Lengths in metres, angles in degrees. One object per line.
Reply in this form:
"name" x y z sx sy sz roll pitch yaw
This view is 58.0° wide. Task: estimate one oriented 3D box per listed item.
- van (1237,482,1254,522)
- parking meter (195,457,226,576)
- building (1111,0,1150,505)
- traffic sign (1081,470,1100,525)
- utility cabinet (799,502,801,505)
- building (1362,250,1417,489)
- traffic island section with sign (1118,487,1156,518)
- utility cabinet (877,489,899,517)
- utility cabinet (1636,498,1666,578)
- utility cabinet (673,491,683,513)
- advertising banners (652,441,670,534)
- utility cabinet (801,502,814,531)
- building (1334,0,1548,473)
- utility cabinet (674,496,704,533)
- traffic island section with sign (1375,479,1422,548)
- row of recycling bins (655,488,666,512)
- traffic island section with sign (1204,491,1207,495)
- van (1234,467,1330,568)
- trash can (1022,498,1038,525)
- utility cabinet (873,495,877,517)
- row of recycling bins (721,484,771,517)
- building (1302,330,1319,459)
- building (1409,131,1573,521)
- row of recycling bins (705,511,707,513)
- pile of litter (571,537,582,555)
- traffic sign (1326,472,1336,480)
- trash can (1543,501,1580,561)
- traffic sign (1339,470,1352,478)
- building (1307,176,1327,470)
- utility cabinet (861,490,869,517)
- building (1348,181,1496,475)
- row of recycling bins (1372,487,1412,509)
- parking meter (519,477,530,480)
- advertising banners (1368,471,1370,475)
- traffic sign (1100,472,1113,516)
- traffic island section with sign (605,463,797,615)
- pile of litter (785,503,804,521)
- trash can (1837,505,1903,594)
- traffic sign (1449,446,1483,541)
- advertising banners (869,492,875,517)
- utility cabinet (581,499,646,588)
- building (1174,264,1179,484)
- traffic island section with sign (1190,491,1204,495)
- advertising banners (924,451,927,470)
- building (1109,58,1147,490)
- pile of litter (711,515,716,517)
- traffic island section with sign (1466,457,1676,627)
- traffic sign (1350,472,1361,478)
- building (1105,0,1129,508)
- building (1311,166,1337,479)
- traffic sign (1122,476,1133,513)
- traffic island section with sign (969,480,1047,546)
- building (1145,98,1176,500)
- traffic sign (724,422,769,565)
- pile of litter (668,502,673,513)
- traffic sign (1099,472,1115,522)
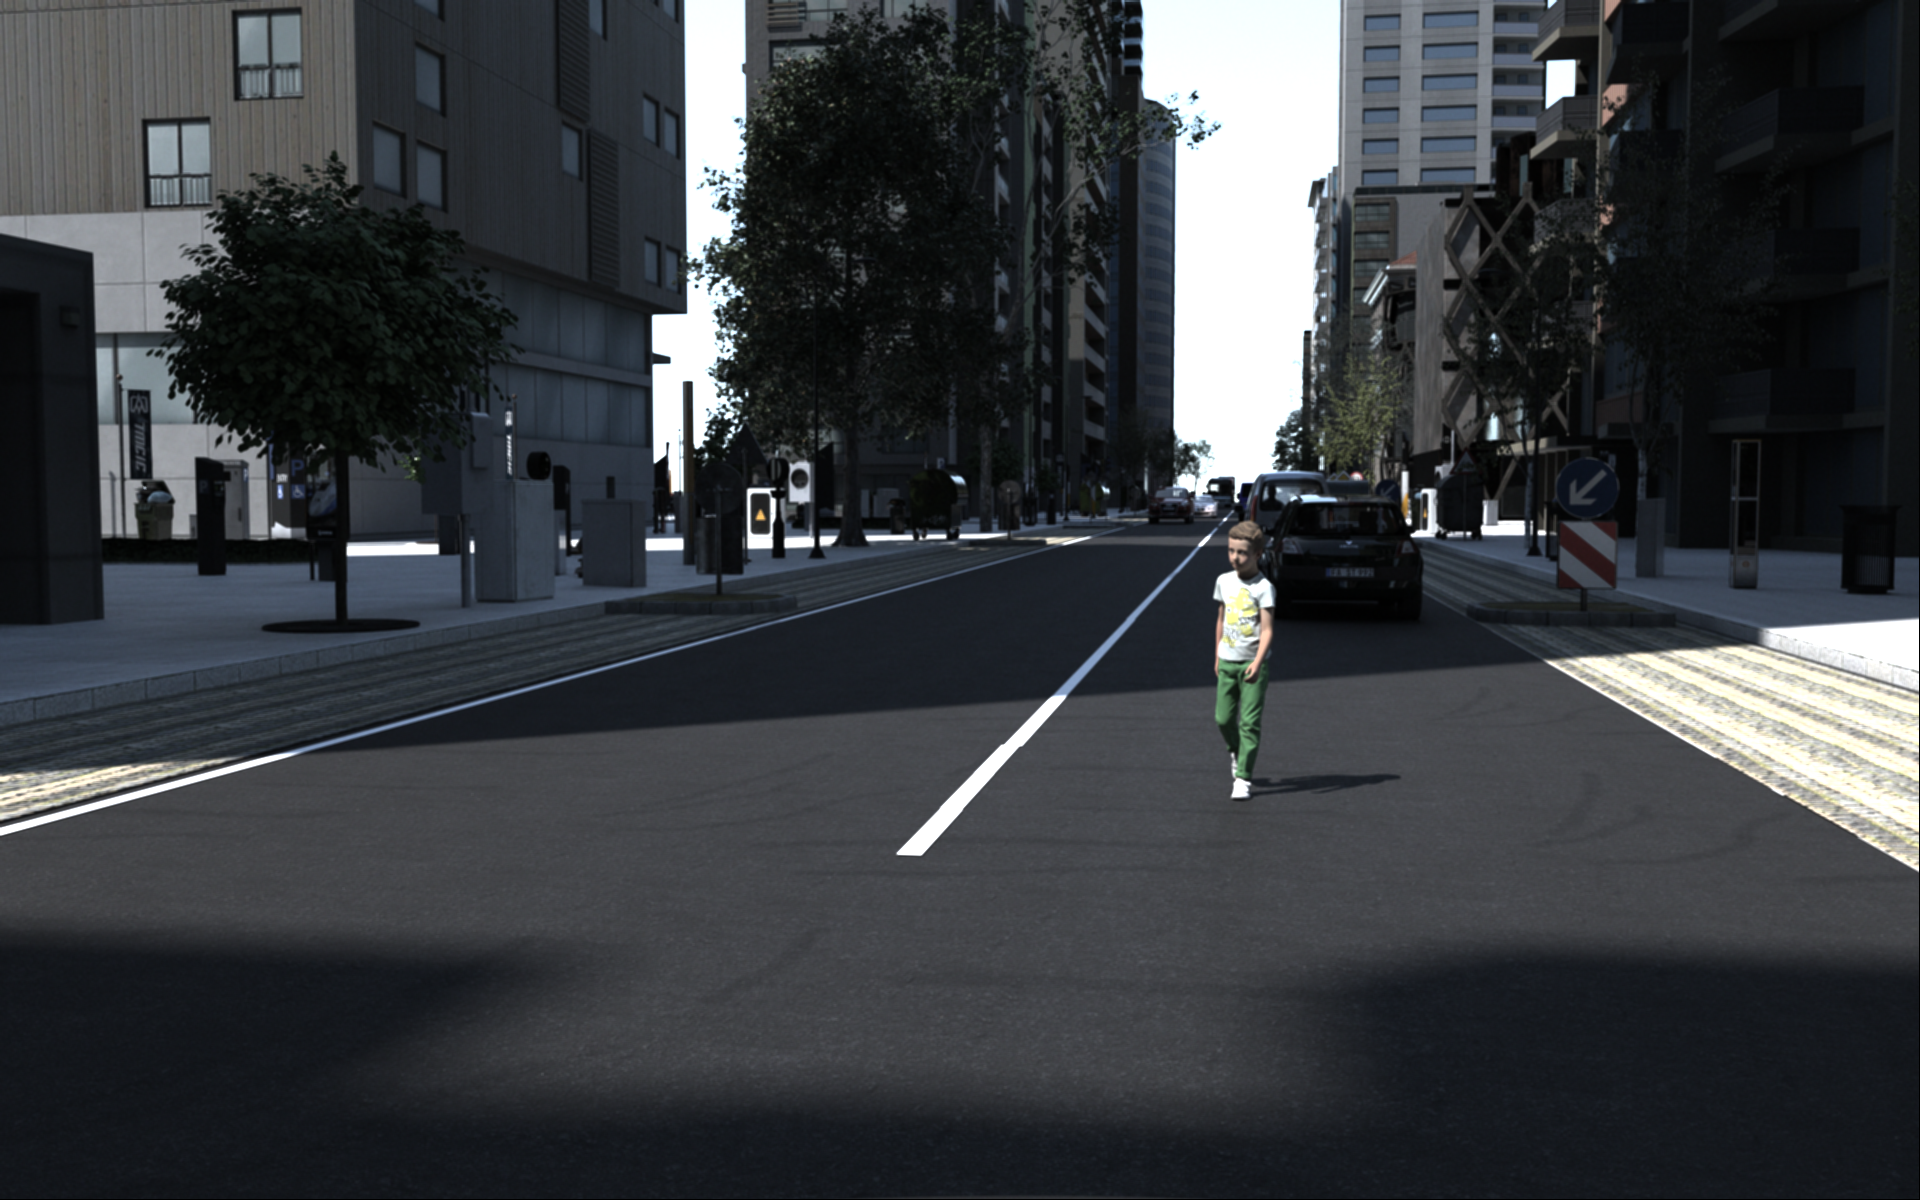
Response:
"van" 15.674 -5.316 91.298 2.240 2.365 5.245 1 4 10
"parking meter" -11.836 -1.325 27.375 0.399 1.863 0.255 1 4 22
"building" 11.783 -54.566 204.821 22.319 86.520 31.000 1 4 9
"traffic sign" 5.479 -4.214 72.548 0.795 2.450 0.064 1 4 9
"utility cabinet" -8.046 -4.927 91.714 1.020 1.237 0.306 2 4 30
"building" 38.912 -18.552 139.475 11.583 22.565 21.152 1 4 9
"traffic island section with sign" 10.370 -5.712 102.025 1.989 1.847 2.006 1 4 9
"utility cabinet" -2.955 -3.838 71.432 0.318 1.500 1.173 2 4 32
"utility cabinet" 10.765 -0.969 27.009 0.306 1.237 1.020 2 4 29
"utility cabinet" -18.007 -6.238 110.674 0.318 1.500 1.173 0 4 6
"advertising banners" -9.770 -3.709 56.824 0.090 3.025 2.074 0 4 6
"utility cabinet" -5.150 -2.998 60.180 0.306 1.237 1.020 -1 4 -19
"building" 50.671 -39.253 183.790 21.231 58.520 28.212 1 4 9
"utility cabinet" -8.986 -2.831 57.446 0.306 1.237 1.020 3 5 44
"traffic island section with sign" 11.330 -2.322 46.587 1.989 1.847 2.006 1 4 9
"row of recycling bins" -20.053 -6.266 109.564 1.069 1.692 3.534 3 5 41
"traffic island section with sign" 41.175 -17.003 286.625 1.989 1.847 2.006 1 4 9
"van" 6.329 -1.622 33.530 2.013 2.044 4.112 0 4 8
"trash can" 2.884 -3.657 71.443 0.748 1.137 0.748 0 3 0
"utility cabinet" -3.747 -4.321 81.807 0.306 1.237 1.020 -2 4 -28
"row of recycling bins" -8.675 -3.898 70.844 1.069 1.692 3.534 1 4 21
"building" 66.543 -32.390 301.283 14.160 30.474 14.107 1 4 9
"building" 32.267 -13.431 87.050 16.811 18.784 16.820 1 4 9
"row of recycling bins" -15.310 -6.313 110.333 3.534 1.692 1.069 -3 5 -42
"pile of litter" -7.902 -1.400 36.850 1.176 0.858 1.719 -3 4 -38
"traffic sign" 16.994 -4.591 78.708 0.795 2.450 0.064 1 4 9
"trash can" 11.539 -1.315 33.160 0.748 1.137 0.748 0 3 0
"traffic sign" 15.680 -4.109 70.831 0.795 2.450 0.064 1 4 9
"building" 70.637 -42.180 278.874 28.713 52.752 27.495 1 4 9
"utility cabinet" -5.078 -4.698 85.486 1.173 1.500 0.318 -2 4 -32
"building" 44.034 -24.006 164.194 14.160 30.474 14.107 1 4 9
"row of recycling bins" 24.611 -5.709 100.459 3.534 1.692 1.069 -1 4 -13
"parking meter" -6.367 -1.064 25.801 0.372 1.533 0.369 0 3 0
"advertising banners" 30.385 -8.150 129.434 0.090 3.025 2.074 2 4 26
"traffic sign" 8.558 -6.204 101.535 0.768 2.556 0.104 1 4 12
"traffic island section with sign" -3.093 -0.779 21.364 1.989 1.847 2.006 1 4 9
"pile of litter" -7.904 -4.233 83.175 1.176 0.858 1.719 1 4 18
"trash can" 11.707 -0.652 22.316 0.748 1.137 0.748 0 3 0
"traffic sign" 13.729 -2.877 47.035 0.884 2.594 0.081 1 4 18
"advertising banners" -4.912 -5.707 89.493 0.090 3.025 2.074 2 4 27
"utility cabinet" -4.816 -0.793 24.121 1.020 1.237 0.306 3 4 36
"building" 23.990 -40.711 285.224 23.786 49.044 30.456 1 4 9
"traffic island section with sign" 27.682 -12.058 205.780 1.989 1.847 2.006 1 4 9
"advertising banners" -1.536 -4.517 70.049 0.090 3.025 2.074 1 4 11
"building" 12.275 -32.600 183.128 14.600 45.320 14.200 1 4 9
"pile of litter" -12.188 -4.638 89.796 1.719 0.858 1.176 2 4 24
"traffic island section with sign" 6.820 -0.669 19.571 1.989 1.847 2.006 1 4 9
"traffic sign" 22.499 -6.009 98.358 0.768 2.556 0.104 1 4 17
"building" 6.013 -44.496 165.768 20.563 71.187 20.611 1 4 9
"building" 62.774 -38.616 250.975 23.786 49.044 30.456 1 4 9
"traffic sign" 11.613 -7.324 119.855 0.768 2.556 0.104 1 4 12
"traffic island section with sign" 1.372 -2.421 48.209 1.989 1.847 2.006 1 4 9
"building" 20.564 -43.628 255.312 21.231 58.520 28.212 1 4 9
"traffic sign" -3.883 -1.918 31.355 0.884 2.594 0.081 1 4 16
"pile of litter" -19.100 -6.144 114.415 1.176 0.858 1.719 -3 4 -38
"traffic sign" 6.794 -4.696 80.424 0.795 2.450 0.064 1 4 9
